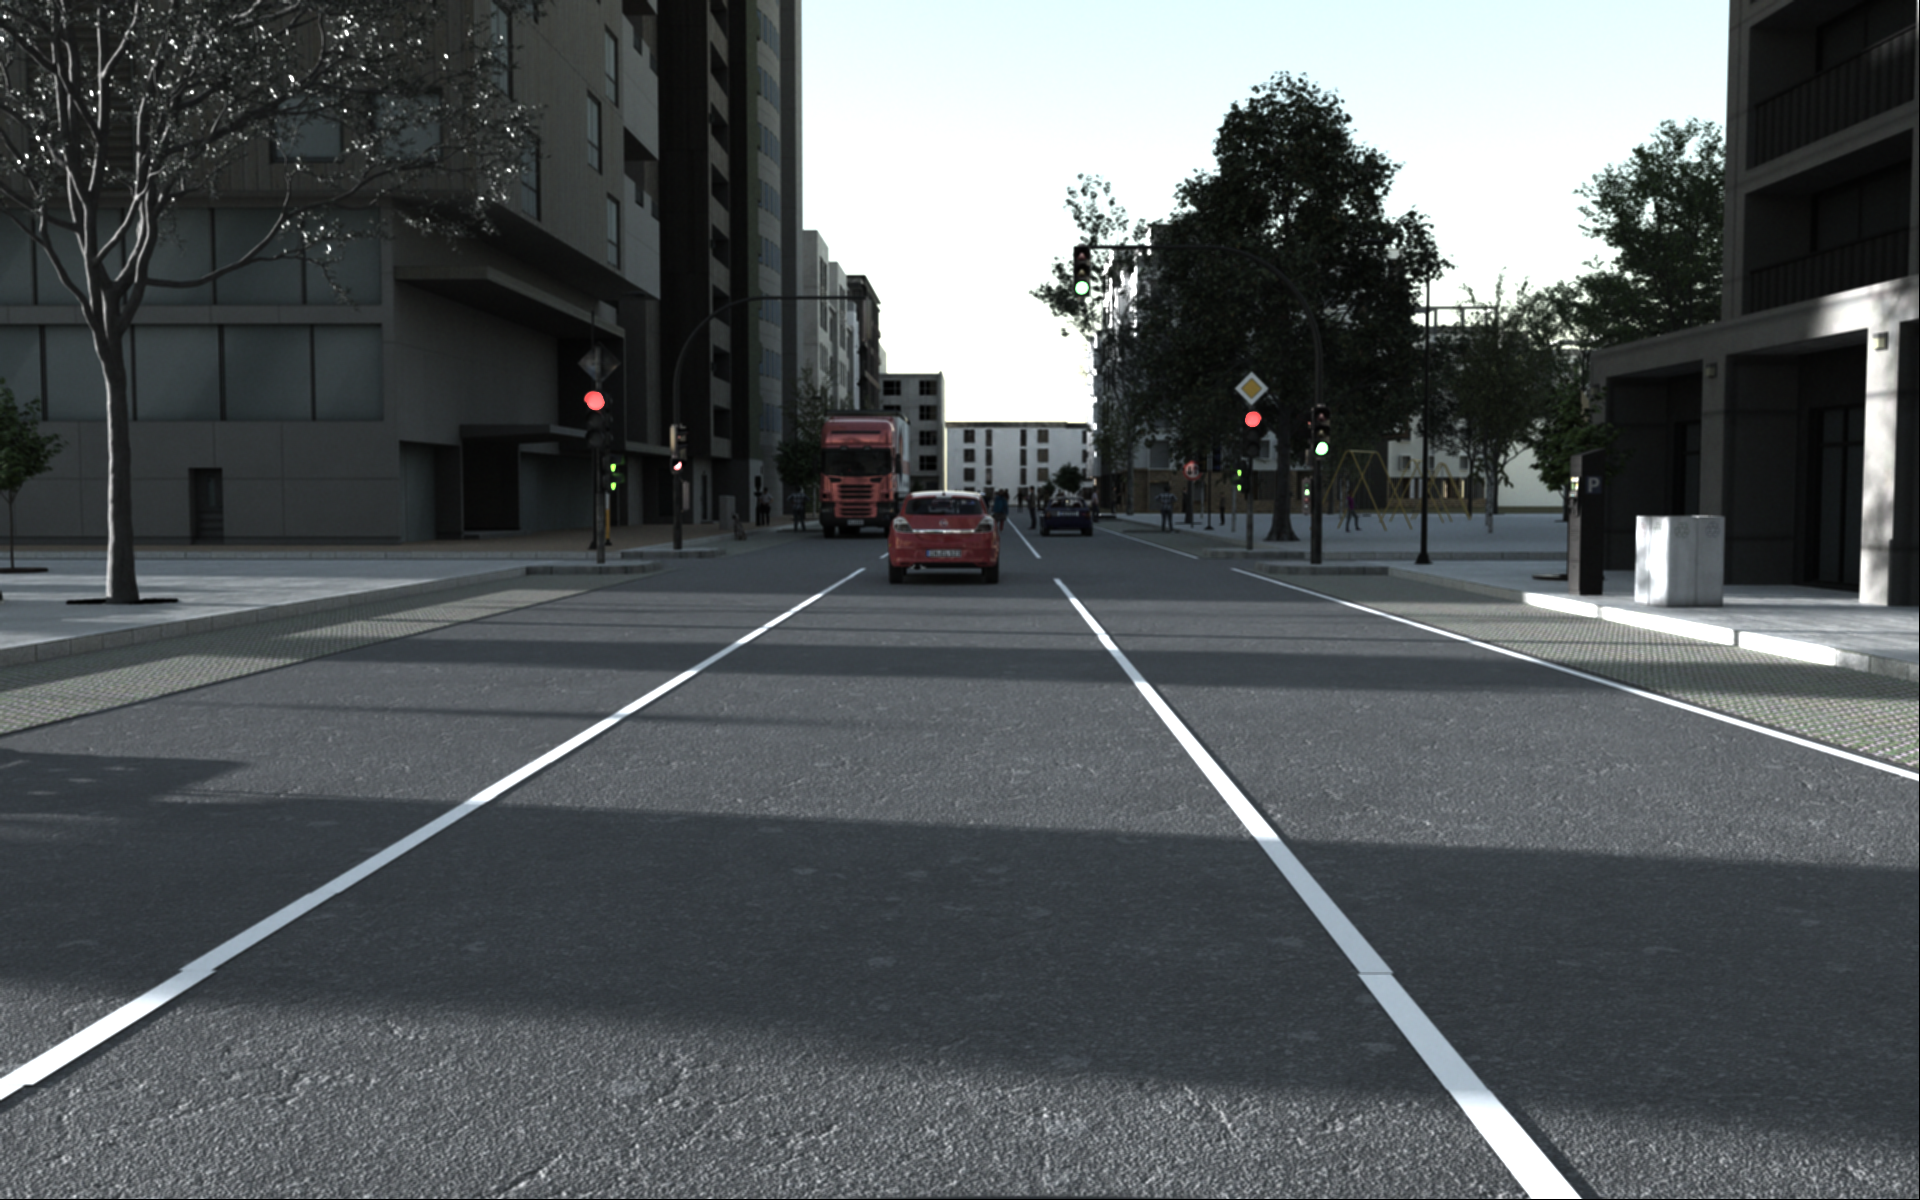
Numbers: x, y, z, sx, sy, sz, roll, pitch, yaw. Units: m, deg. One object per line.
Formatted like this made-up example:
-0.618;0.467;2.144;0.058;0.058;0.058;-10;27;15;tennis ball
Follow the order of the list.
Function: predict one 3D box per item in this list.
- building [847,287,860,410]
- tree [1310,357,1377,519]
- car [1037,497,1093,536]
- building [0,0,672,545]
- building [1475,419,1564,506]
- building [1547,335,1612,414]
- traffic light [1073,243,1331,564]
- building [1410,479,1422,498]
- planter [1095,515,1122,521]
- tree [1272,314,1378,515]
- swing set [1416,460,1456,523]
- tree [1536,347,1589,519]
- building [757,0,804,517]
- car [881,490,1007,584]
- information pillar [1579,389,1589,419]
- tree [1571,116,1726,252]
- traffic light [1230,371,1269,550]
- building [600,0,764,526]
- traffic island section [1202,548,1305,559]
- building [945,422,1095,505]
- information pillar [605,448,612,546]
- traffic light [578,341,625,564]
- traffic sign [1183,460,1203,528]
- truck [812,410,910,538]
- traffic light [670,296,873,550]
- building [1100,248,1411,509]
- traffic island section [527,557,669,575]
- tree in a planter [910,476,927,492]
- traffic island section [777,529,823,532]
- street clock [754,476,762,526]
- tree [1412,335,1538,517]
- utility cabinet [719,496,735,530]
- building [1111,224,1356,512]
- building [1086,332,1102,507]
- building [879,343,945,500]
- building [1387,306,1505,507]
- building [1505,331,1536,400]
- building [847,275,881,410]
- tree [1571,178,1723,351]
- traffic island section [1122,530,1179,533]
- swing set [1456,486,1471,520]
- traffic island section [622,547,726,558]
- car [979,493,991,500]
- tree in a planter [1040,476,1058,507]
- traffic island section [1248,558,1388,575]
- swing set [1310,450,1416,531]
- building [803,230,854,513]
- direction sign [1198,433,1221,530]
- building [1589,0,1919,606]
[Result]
-16.894;-18.227;154.439;16.016;20.091;11.380;0;4;1;building
19.347;-8.374;87.271;4.737;8.622;4.395;0;3;0;tree
3.667;-2.908;60.126;1.945;1.354;3.894;0;4;1;car
-24.952;-28.440;54.226;28.713;52.752;27.495;0;4;1;building
68.302;-14.784;183.866;28.070;9.664;9.099;0;4;1;building
72.075;-21.467;207.409;11.380;20.091;16.016;0;4;1;building
4.423;-3.483;31.613;4.771;5.953;1.251;0;4;1;traffic light
40.925;-16.081;205.071;28.070;9.664;9.099;0;4;1;building
7.495;-4.302;91.485;1.991;0.319;1.994;0;4;1;planter
23.255;-11.672;108.962;7.486;12.596;7.792;0;3;0;tree
20.776;-4.969;78.870;2.862;2.851;3.119;1;4;23;swing set
30.972;-8.411;87.875;4.360;8.622;3.978;0;3;0;tree
-20.781;-33.923;96.632;21.231;58.520;28.212;0;4;1;building
-0.270;-1.235;29.227;2.155;1.783;4.494;0;4;0;car
13.970;-2.900;38.765;0.504;3.616;0.183;-2;4;-32;information pillar
20.146;-7.463;47.771;9.928;11.665;9.643;0;3;0;tree
6.641;-3.106;39.706;0.839;4.253;0.868;0;4;1;traffic light
-16.572;-18.583;75.540;14.160;30.474;14.107;0;4;1;building
6.681;-1.073;39.819;2.009;0.180;2.903;0;4;1;traffic island section
12.389;-16.089;205.201;28.070;9.664;9.099;0;4;1;building
-8.799;-3.172;43.217;0.183;3.616;0.504;-1;4;-8;information pillar
-6.624;-2.629;31.912;0.839;4.253;0.868;0;4;1;traffic light
8.785;-3.998;65.470;0.768;2.556;0.104;0;4;6;traffic sign
-3.221;-4.340;59.880;2.839;4.237;11.283;0;4;1;truck
-4.406;-3.990;39.898;4.771;5.953;1.251;0;4;1;traffic light
26.884;-19.371;160.692;27.936;21.610;32.646;0;4;1;building
-6.664;-0.597;32.047;2.009;0.180;2.903;0;4;1;traffic island section
-4.185;-10.509;169.051;1.991;3.239;1.994;0;4;1;tree in a planter
-5.820;-2.599;65.353;1.991;0.108;1.994;0;4;1;traffic island section
-8.080;-3.961;69.333;0.358;2.002;0.471;0;4;-4;street clock
29.353;-10.030;98.407;7.601;10.594;8.767;-1;4;-16;tree
-8.388;-3.138;62.472;0.306;1.237;1.020;1;4;11;utility cabinet
19.742;-16.548;126.986;16.016;20.091;11.380;0;4;1;building
21.512;-19.994;183.329;16.016;20.091;11.380;0;4;1;building
-17.721;-20.965;209.231;31.486;18.905;16.747;0;4;1;building
48.316;-19.839;180.779;11.380;20.091;16.016;0;4;1;building
60.703;-21.501;207.955;11.380;20.091;16.016;0;4;1;building
-24.899;-20.293;175.773;32.646;21.610;27.936;0;4;1;building
26.044;-8.811;62.182;7.486;12.596;7.792;0;3;0;tree
7.069;-2.550;64.551;1.991;0.108;1.994;0;4;1;traffic island section
24.196;-5.465;86.972;2.862;2.851;3.119;1;4;18;swing set
-6.539;-1.086;40.031;2.009;0.180;2.903;0;4;1;traffic island section
1.400;-7.570;133.358;1.945;1.707;3.694;0;4;0;car
8.710;-10.474;168.472;1.991;3.239;1.994;0;4;1;tree in a planter
6.555;-0.584;31.835;2.009;0.180;2.903;0;4;1;traffic island section
14.498;-3.978;62.663;2.862;2.851;3.119;2;4;32;swing set
-17.649;-16.243;132.029;16.747;18.905;31.486;0;4;1;building
8.981;-4.301;62.310;0.876;3.537;0.379;2;4;33;direction sign
20.839;-35.415;17.292;20.563;71.187;20.611;0;4;1;building
